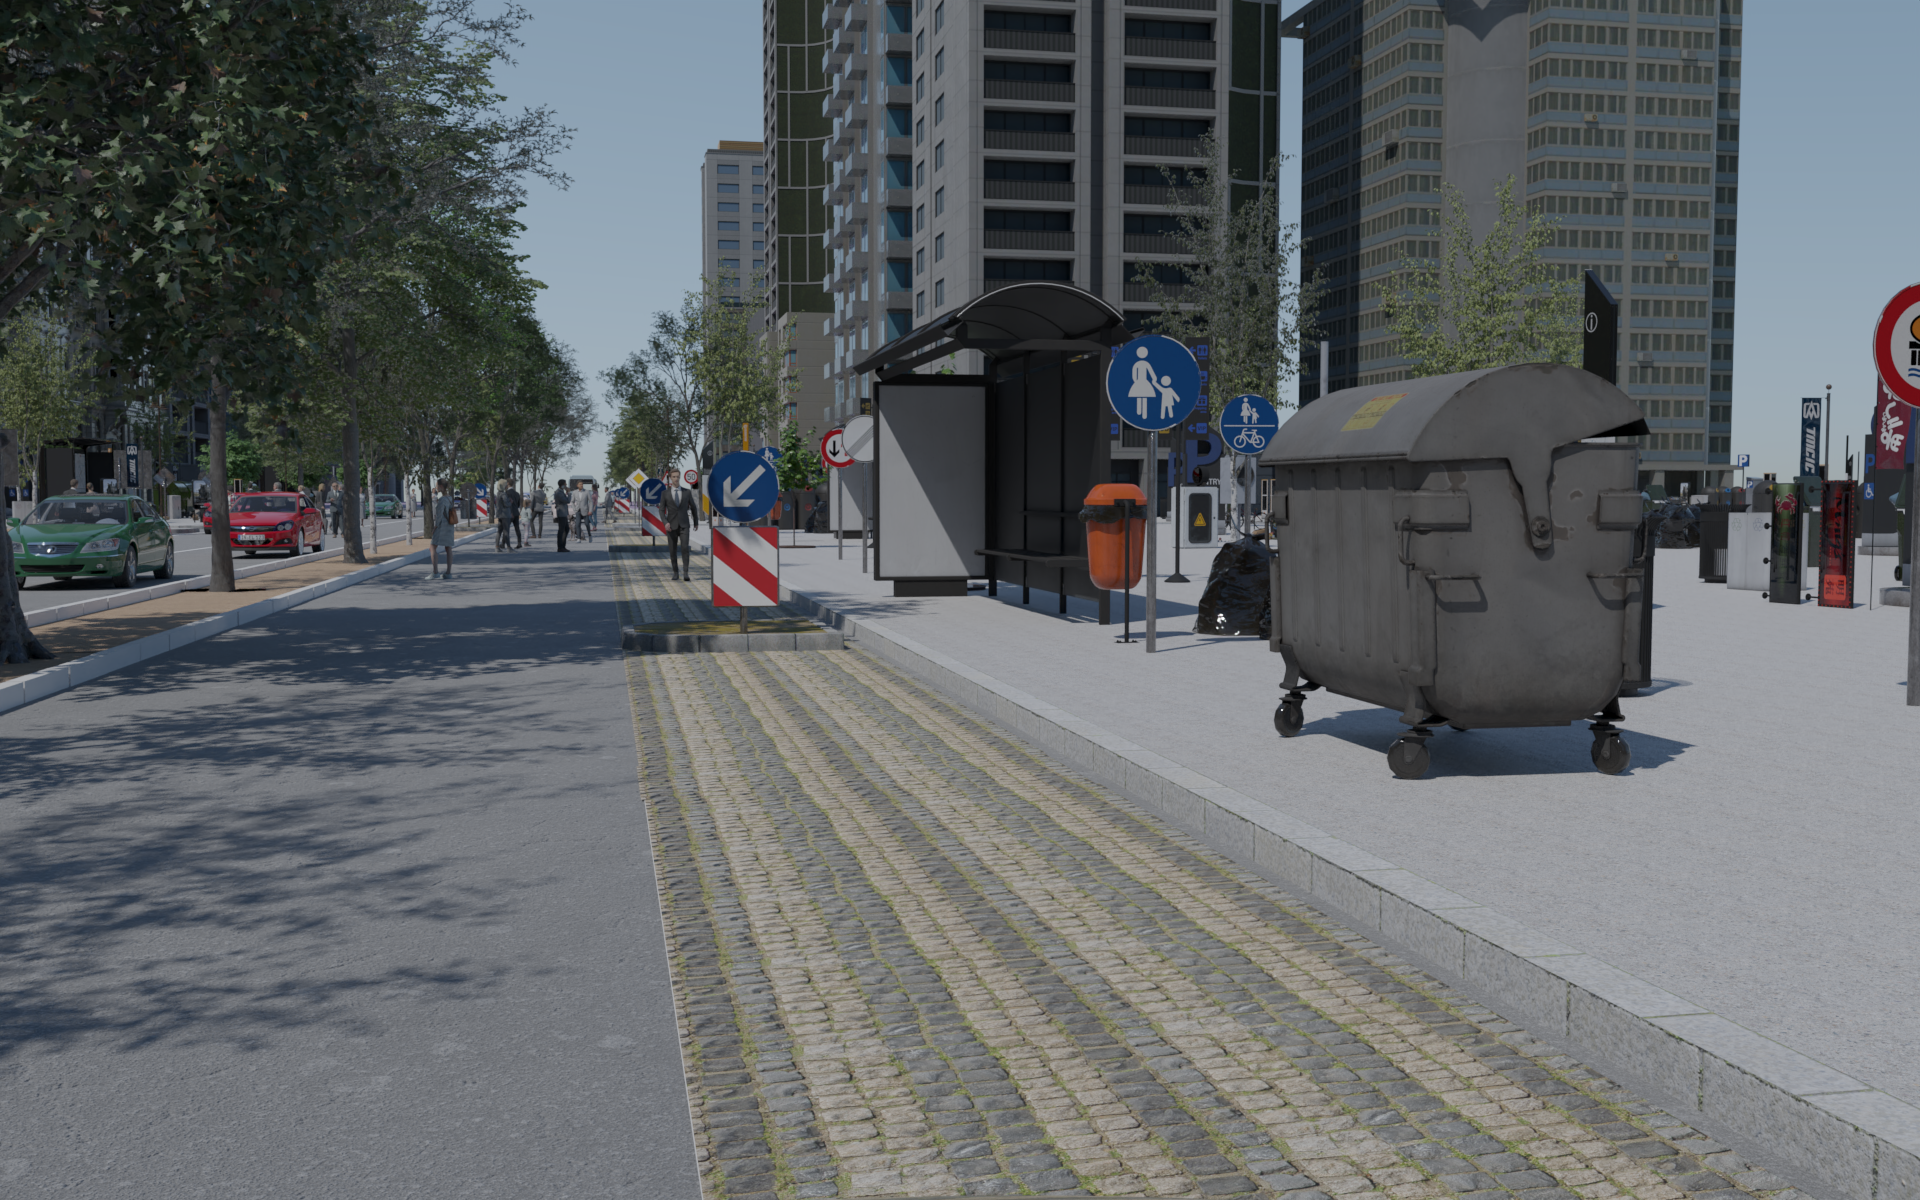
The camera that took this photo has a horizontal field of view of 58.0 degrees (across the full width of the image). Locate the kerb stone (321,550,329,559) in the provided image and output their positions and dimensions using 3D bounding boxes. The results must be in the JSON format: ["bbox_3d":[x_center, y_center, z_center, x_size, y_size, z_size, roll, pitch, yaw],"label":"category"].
[{"bbox_3d":[-14.048,-0.963,37.988,0.120,0.150,1.000,-1,4,-12],"label":"kerb stone"}]

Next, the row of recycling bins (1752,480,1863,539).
[{"bbox_3d":[25.087,-2.661,50.626,3.534,1.692,1.069,2,4,25],"label":"row of recycling bins"}]

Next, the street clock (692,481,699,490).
[{"bbox_3d":[-13.921,-5.301,91.242,0.471,2.002,0.358,2,4,25],"label":"street clock"}]

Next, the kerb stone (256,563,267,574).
[{"bbox_3d":[-12.584,-0.536,30.956,0.120,0.150,1.000,-1,4,-12],"label":"kerb stone"}]

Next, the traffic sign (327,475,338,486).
[{"bbox_3d":[-42.877,-7.248,118.513,0.884,2.594,0.081,0,4,-3],"label":"traffic sign"}]

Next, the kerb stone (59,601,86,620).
[{"bbox_3d":[-10.293,0.139,19.917,0.120,0.150,1.000,-1,4,-12],"label":"kerb stone"}]

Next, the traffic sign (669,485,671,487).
[{"bbox_3d":[-20.834,-7.665,125.322,0.884,2.594,0.081,-1,4,-11],"label":"traffic sign"}]

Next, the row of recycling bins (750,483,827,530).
[{"bbox_3d":[-5.994,-3.370,62.217,3.534,1.692,1.069,-2,4,-32],"label":"row of recycling bins"}]

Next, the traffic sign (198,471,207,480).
[{"bbox_3d":[-41.979,-5.886,96.341,0.768,2.556,0.104,-1,4,-9],"label":"traffic sign"}]

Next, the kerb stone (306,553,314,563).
[{"bbox_3d":[-13.628,-0.843,35.986,0.120,0.150,1.000,-1,4,-12],"label":"kerb stone"}]

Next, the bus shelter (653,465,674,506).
[{"bbox_3d":[-24.282,-9.197,141.652,1.731,3.624,6.357,-1,4,-12],"label":"bus shelter"}]

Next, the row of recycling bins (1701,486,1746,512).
[{"bbox_3d":[40.277,-5.107,90.604,3.534,1.692,1.069,-1,4,-18],"label":"row of recycling bins"}]

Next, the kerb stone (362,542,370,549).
[{"bbox_3d":[-15.718,-1.457,46.014,0.120,0.150,1.000,-1,4,-12],"label":"kerb stone"}]

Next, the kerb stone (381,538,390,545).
[{"bbox_3d":[-16.337,-1.636,49.037,0.120,0.150,1.000,-1,4,-12],"label":"kerb stone"}]

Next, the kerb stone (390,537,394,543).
[{"bbox_3d":[-16.545,-1.703,50.041,0.120,0.150,1.000,-1,4,-12],"label":"kerb stone"}]

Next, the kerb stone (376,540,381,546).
[{"bbox_3d":[-15.927,-1.516,47.018,0.120,0.150,1.000,-1,4,-12],"label":"kerb stone"}]

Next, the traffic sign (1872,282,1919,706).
[{"bbox_3d":[5.786,-0.631,10.429,0.768,2.556,0.104,-1,4,-10],"label":"traffic sign"}]

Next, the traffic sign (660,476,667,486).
[{"bbox_3d":[-19.173,-6.773,110.737,0.884,2.594,0.081,0,4,-4],"label":"traffic sign"}]

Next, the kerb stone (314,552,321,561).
[{"bbox_3d":[-13.847,-0.899,36.986,0.120,0.150,1.000,-1,4,-12],"label":"kerb stone"}]

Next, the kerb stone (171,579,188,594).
[{"bbox_3d":[-11.337,-0.167,24.927,0.120,0.150,1.000,-1,4,-12],"label":"kerb stone"}]

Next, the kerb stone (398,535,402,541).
[{"bbox_3d":[-16.967,-1.825,52.042,0.120,0.150,1.000,-1,4,-12],"label":"kerb stone"}]

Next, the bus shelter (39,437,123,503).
[{"bbox_3d":[-37.373,-5.045,73.773,1.731,3.624,6.357,-1,4,-12],"label":"bus shelter"}]

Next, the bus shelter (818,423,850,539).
[{"bbox_3d":[-2.479,-3.233,46.781,2.014,3.302,5.546,-1,4,-12],"label":"bus shelter"}]

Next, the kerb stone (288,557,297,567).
[{"bbox_3d":[-13.204,-0.716,33.982,0.120,0.150,1.000,-1,4,-12],"label":"kerb stone"}]

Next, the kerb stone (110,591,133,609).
[{"bbox_3d":[-10.700,0.020,21.921,0.120,0.150,1.000,-1,4,-12],"label":"kerb stone"}]

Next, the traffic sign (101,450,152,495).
[{"bbox_3d":[-38.654,-5.290,80.360,2.265,3.308,0.079,0,4,-3],"label":"traffic sign"}]

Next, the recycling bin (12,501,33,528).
[{"bbox_3d":[-32.371,-2.899,59.949,0.722,1.027,0.722,-2,4,-30],"label":"recycling bin"}]

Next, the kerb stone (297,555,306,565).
[{"bbox_3d":[-13.419,-0.782,34.981,0.120,0.150,1.000,-1,4,-12],"label":"kerb stone"}]

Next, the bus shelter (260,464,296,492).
[{"bbox_3d":[-47.962,-8.018,122.379,1.731,3.624,6.357,-1,4,-12],"label":"bus shelter"}]

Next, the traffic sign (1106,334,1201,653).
[{"bbox_3d":[1.546,-0.846,13.938,0.768,2.556,0.104,0,4,-3],"label":"traffic sign"}]

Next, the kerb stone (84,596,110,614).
[{"bbox_3d":[-10.501,0.078,20.918,0.120,0.150,1.000,-1,4,-12],"label":"kerb stone"}]

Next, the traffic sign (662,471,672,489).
[{"bbox_3d":[-16.448,-5.956,97.378,0.884,2.594,0.081,0,4,-5],"label":"traffic sign"}]

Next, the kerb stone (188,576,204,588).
[{"bbox_3d":[-11.538,-0.229,25.933,0.120,0.150,1.000,-1,4,-12],"label":"kerb stone"}]

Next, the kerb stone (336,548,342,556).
[{"bbox_3d":[-14.463,-1.088,39.991,0.120,0.150,1.000,-1,4,-12],"label":"kerb stone"}]

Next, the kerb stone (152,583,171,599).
[{"bbox_3d":[-11.117,-0.106,23.928,0.120,0.150,1.000,-1,4,-12],"label":"kerb stone"}]

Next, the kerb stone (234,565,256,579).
[{"bbox_3d":[-12.371,-0.472,29.946,0.120,0.150,1.000,-1,4,-12],"label":"kerb stone"}]

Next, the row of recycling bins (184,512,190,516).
[{"bbox_3d":[-44.255,-5.770,101.455,1.069,1.692,3.534,0,4,7],"label":"row of recycling bins"}]

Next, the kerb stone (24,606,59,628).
[{"bbox_3d":[-10.085,0.201,18.915,0.120,0.150,1.000,-1,4,-12],"label":"kerb stone"}]

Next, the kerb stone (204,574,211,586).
[{"bbox_3d":[-11.758,-0.290,26.939,0.120,0.150,1.000,-1,4,-12],"label":"kerb stone"}]

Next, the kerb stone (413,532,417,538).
[{"bbox_3d":[-17.787,-2.071,56.051,0.120,0.150,1.000,-1,4,-12],"label":"kerb stone"}]

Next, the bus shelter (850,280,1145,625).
[{"bbox_3d":[0.216,-1.542,19.128,2.014,3.302,5.546,-1,4,-12],"label":"bus shelter"}]

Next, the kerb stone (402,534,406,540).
[{"bbox_3d":[-17.172,-1.883,53.047,0.120,0.150,1.000,-1,4,-12],"label":"kerb stone"}]

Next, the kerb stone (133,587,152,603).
[{"bbox_3d":[-10.917,-0.045,22.925,0.120,0.150,1.000,-1,4,-12],"label":"kerb stone"}]

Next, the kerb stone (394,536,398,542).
[{"bbox_3d":[-16.753,-1.763,51.042,0.120,0.150,1.000,-1,4,-12],"label":"kerb stone"}]

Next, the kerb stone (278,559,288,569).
[{"bbox_3d":[-13.001,-0.659,32.972,0.120,0.150,1.000,-1,4,-12],"label":"kerb stone"}]

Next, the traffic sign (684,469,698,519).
[{"bbox_3d":[-13.855,-5.458,89.339,0.768,2.556,0.104,-1,4,-9],"label":"traffic sign"}]

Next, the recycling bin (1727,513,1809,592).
[{"bbox_3d":[10.813,-0.651,23.194,0.722,1.027,0.722,-1,4,-21],"label":"recycling bin"}]

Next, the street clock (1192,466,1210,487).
[{"bbox_3d":[6.300,-2.495,45.358,0.358,2.002,0.471,-2,4,-28],"label":"street clock"}]

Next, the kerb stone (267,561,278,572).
[{"bbox_3d":[-12.792,-0.595,31.960,0.120,0.150,1.000,-1,4,-12],"label":"kerb stone"}]

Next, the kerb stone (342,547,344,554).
[{"bbox_3d":[-14.679,-1.145,40.990,0.120,0.150,1.000,-1,4,-12],"label":"kerb stone"}]

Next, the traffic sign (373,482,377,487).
[{"bbox_3d":[-48.174,-8.675,141.945,0.768,2.556,0.104,-1,4,-8],"label":"traffic sign"}]

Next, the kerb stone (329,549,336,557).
[{"bbox_3d":[-14.252,-1.027,38.991,0.120,0.150,1.000,-1,4,-12],"label":"kerb stone"}]
